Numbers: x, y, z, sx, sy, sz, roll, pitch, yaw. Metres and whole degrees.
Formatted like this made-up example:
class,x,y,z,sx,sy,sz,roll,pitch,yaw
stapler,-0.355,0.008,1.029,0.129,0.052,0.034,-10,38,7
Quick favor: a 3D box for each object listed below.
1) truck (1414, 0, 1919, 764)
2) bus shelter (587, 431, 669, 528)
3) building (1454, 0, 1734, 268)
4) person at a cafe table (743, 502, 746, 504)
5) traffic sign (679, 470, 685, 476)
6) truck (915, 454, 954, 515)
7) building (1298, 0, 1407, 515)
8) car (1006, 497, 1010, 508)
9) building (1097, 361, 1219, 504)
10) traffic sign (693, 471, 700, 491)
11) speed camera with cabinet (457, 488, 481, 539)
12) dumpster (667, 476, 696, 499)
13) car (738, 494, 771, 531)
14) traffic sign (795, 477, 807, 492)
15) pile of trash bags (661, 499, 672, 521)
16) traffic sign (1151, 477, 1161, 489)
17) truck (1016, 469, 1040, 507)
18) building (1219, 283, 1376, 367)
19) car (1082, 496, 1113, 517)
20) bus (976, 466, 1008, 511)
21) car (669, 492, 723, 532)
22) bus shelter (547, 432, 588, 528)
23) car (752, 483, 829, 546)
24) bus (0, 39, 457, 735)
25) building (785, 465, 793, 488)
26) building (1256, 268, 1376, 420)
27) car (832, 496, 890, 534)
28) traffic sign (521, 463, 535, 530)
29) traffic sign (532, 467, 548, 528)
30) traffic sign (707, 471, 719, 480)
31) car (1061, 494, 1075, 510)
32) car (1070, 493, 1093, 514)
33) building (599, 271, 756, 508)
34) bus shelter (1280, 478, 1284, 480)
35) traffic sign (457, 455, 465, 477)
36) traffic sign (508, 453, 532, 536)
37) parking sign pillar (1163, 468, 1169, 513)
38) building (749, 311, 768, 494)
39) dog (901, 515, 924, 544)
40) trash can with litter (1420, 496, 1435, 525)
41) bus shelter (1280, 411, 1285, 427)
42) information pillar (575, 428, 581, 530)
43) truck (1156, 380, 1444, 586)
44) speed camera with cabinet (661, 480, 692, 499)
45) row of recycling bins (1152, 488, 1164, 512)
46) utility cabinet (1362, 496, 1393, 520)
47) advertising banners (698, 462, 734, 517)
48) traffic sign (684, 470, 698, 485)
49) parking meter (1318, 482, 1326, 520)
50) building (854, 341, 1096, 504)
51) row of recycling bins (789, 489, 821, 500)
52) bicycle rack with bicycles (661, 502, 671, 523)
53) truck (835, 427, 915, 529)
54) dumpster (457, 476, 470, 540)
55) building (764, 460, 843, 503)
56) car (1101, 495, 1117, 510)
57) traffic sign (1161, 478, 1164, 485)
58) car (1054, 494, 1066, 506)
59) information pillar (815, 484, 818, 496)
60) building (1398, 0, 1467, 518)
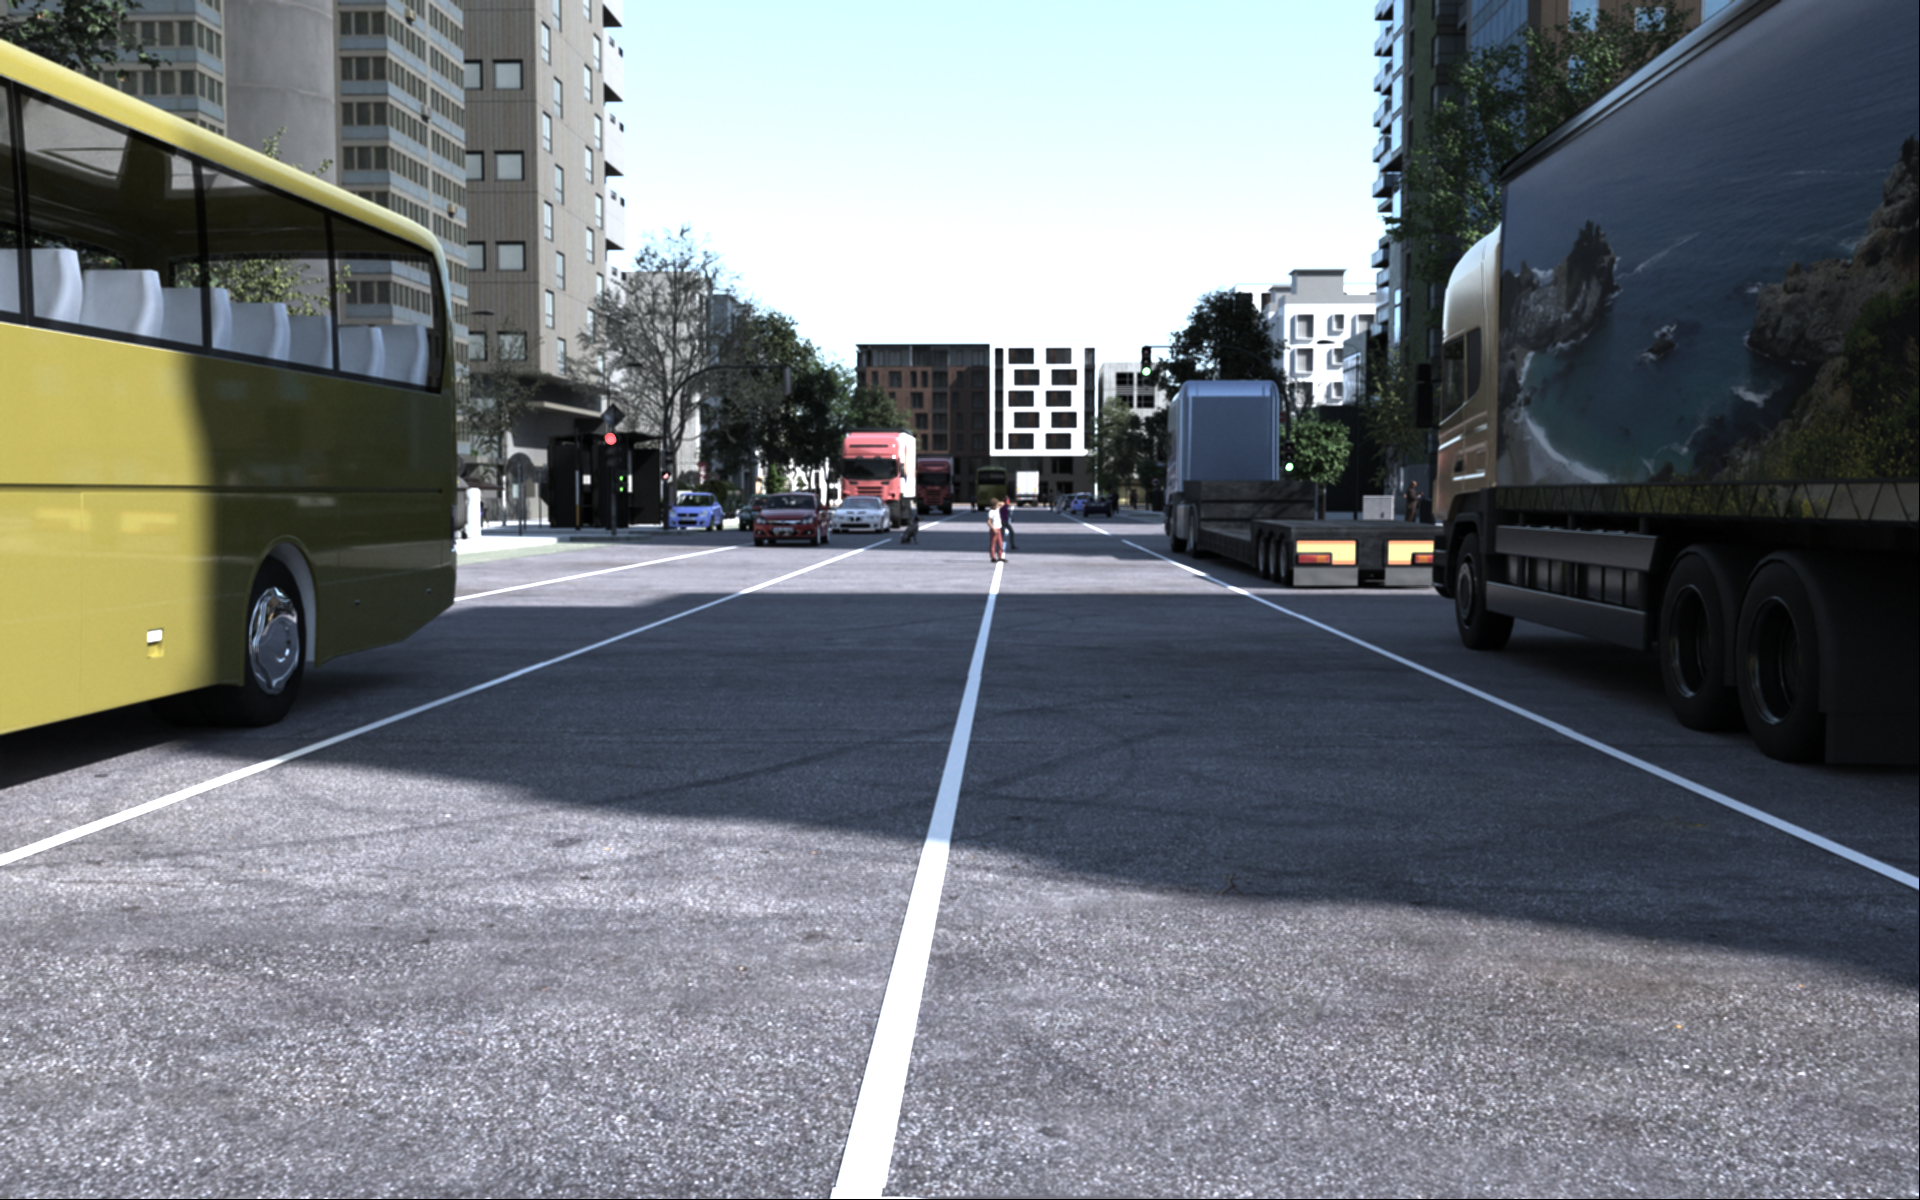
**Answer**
class,x,y,z,sx,sy,sz,roll,pitch,yaw
truck,5.678,-1.441,12.469,2.839,4.237,11.283,0,4,3
bus shelter,-12.878,-4.694,68.035,1.731,3.624,6.357,0,4,2
building,31.137,-26.142,77.540,14.200,45.320,14.600,0,4,2
person at a cafe table,-14.780,-6.969,124.810,1.726,1.238,1.698,-1,4,-19
traffic sign,-15.031,-5.735,93.771,0.884,2.594,0.081,1,4,11
truck,-1.765,-8.213,123.202,2.839,4.237,11.283,0,4,0
building,37.015,-49.249,117.889,22.319,86.520,31.000,0,4,2
car,4.355,-10.834,186.170,2.155,1.783,4.494,0,4,0
building,35.085,-22.761,238.594,31.486,18.905,16.747,0,4,2
traffic sign,-14.897,-5.945,97.308,0.768,2.556,0.104,1,4,12
speed camera with cabinet,-14.760,-3.365,49.361,2.038,3.252,0.660,1,4,8
dumpster,-14.759,-5.403,90.832,1.502,2.255,1.985,0,4,2
car,-7.660,-3.486,68.799,2.131,1.459,4.920,0,4,0
traffic sign,-11.881,-7.907,129.275,0.884,2.594,0.081,1,4,8
pile of trash bags,-14.428,-4.433,82.238,1.912,1.369,3.447,3,5,40
traffic sign,14.610,-7.909,129.411,0.768,2.556,0.104,0,4,3
truck,7.875,-13.002,201.496,2.839,4.237,11.283,0,4,3
building,41.245,-20.809,184.207,27.936,21.610,32.646,0,4,2
car,8.600,-5.862,108.417,1.945,1.354,3.894,0,4,4
bus,2.739,-9.670,149.657,2.896,3.916,12.252,0,4,1
car,-10.186,-3.494,66.717,1.945,1.707,3.694,0,4,1
bus shelter,-14.668,-4.724,68.521,1.731,3.624,6.357,0,4,2
car,-4.730,-2.437,48.892,2.155,1.783,4.494,0,4,1
bus,-5.539,-0.999,7.887,2.896,3.916,12.252,0,4,2
building,-25.062,-20.721,195.214,11.380,20.091,16.016,0,4,2
building,34.703,-18.000,150.724,16.016,20.091,11.380,0,4,2
car,-3.641,-3.175,64.269,2.083,1.381,4.827,0,4,3
traffic sign,-15.629,-3.794,62.144,0.768,2.556,0.104,1,4,9
traffic sign,-15.710,-3.832,64.784,0.606,2.300,0.079,0,4,3
traffic sign,-13.701,-5.863,95.969,0.768,2.556,0.104,1,4,9
car,10.123,-8.786,155.659,2.014,1.417,4.499,0,4,1
car,8.853,-7.015,124.284,1.945,1.707,3.694,0,3,0
building,-28.822,-17.547,153.348,16.747,18.905,31.486,0,4,2
bus shelter,13.924,-4.901,74.059,2.014,3.302,5.546,0,4,2
traffic sign,-16.039,-3.350,54.878,0.768,2.556,0.104,0,4,8
traffic sign,-13.540,-3.252,53.269,0.768,2.556,0.104,1,4,8
parking sign pillar,14.456,-7.868,117.119,1.447,3.967,1.447,0,4,-5
building,-28.217,-19.468,174.720,16.016,20.091,11.380,0,4,2
dog,-1.501,-2.039,50.171,0.800,0.831,0.513,3,5,42
trash can with litter,13.674,-2.511,52.114,2.233,1.210,1.678,-1,4,-19
bus shelter,14.657,-6.354,81.514,2.179,5.291,8.768,0,4,2
information pillar,-13.529,-4.275,61.252,0.183,3.616,0.504,-1,4,-9
truck,6.300,-2.781,35.231,2.967,4.110,18.799,0,4,1
speed camera with cabinet,-14.220,-5.553,85.122,2.038,3.252,0.660,0,4,-2
row of recycling bins,15.422,-7.294,126.373,1.069,1.692,3.534,-3,5,-42
utility cabinet,14.631,-3.027,60.647,1.020,1.237,0.306,1,4,21
advertising banners,-13.282,-6.010,94.451,2.074,3.025,0.090,0,4,7
traffic sign,-14.501,-5.700,93.293,0.768,2.556,0.104,1,4,11
parking meter,15.633,-4.228,74.834,0.255,1.863,0.399,2,4,27
building,2.264,-24.554,245.436,32.646,21.610,27.936,0,4,2
row of recycling bins,-11.925,-7.589,131.195,3.534,1.692,1.069,3,4,38
bicycle rack with bicycles,-13.230,-3.764,74.931,2.925,0.926,2.852,-2,4,-32
truck,-3.508,-5.275,75.166,2.839,4.237,11.283,0,4,2
dumpster,-14.451,-2.578,47.910,1.264,1.857,1.865,0,4,2
building,-28.406,-18.008,236.584,28.070,9.664,9.099,0,4,2
car,13.039,-8.663,154.212,1.945,1.354,3.894,0,4,2
traffic sign,15.833,-8.120,132.873,0.768,2.556,0.104,0,4,8
car,12.350,-12.200,211.265,2.131,1.459,4.920,0,4,3
information pillar,-10.665,-7.644,129.464,0.304,2.012,0.304,0,4,-5
building,32.007,-25.280,96.919,14.154,41.232,14.086,0,4,2
